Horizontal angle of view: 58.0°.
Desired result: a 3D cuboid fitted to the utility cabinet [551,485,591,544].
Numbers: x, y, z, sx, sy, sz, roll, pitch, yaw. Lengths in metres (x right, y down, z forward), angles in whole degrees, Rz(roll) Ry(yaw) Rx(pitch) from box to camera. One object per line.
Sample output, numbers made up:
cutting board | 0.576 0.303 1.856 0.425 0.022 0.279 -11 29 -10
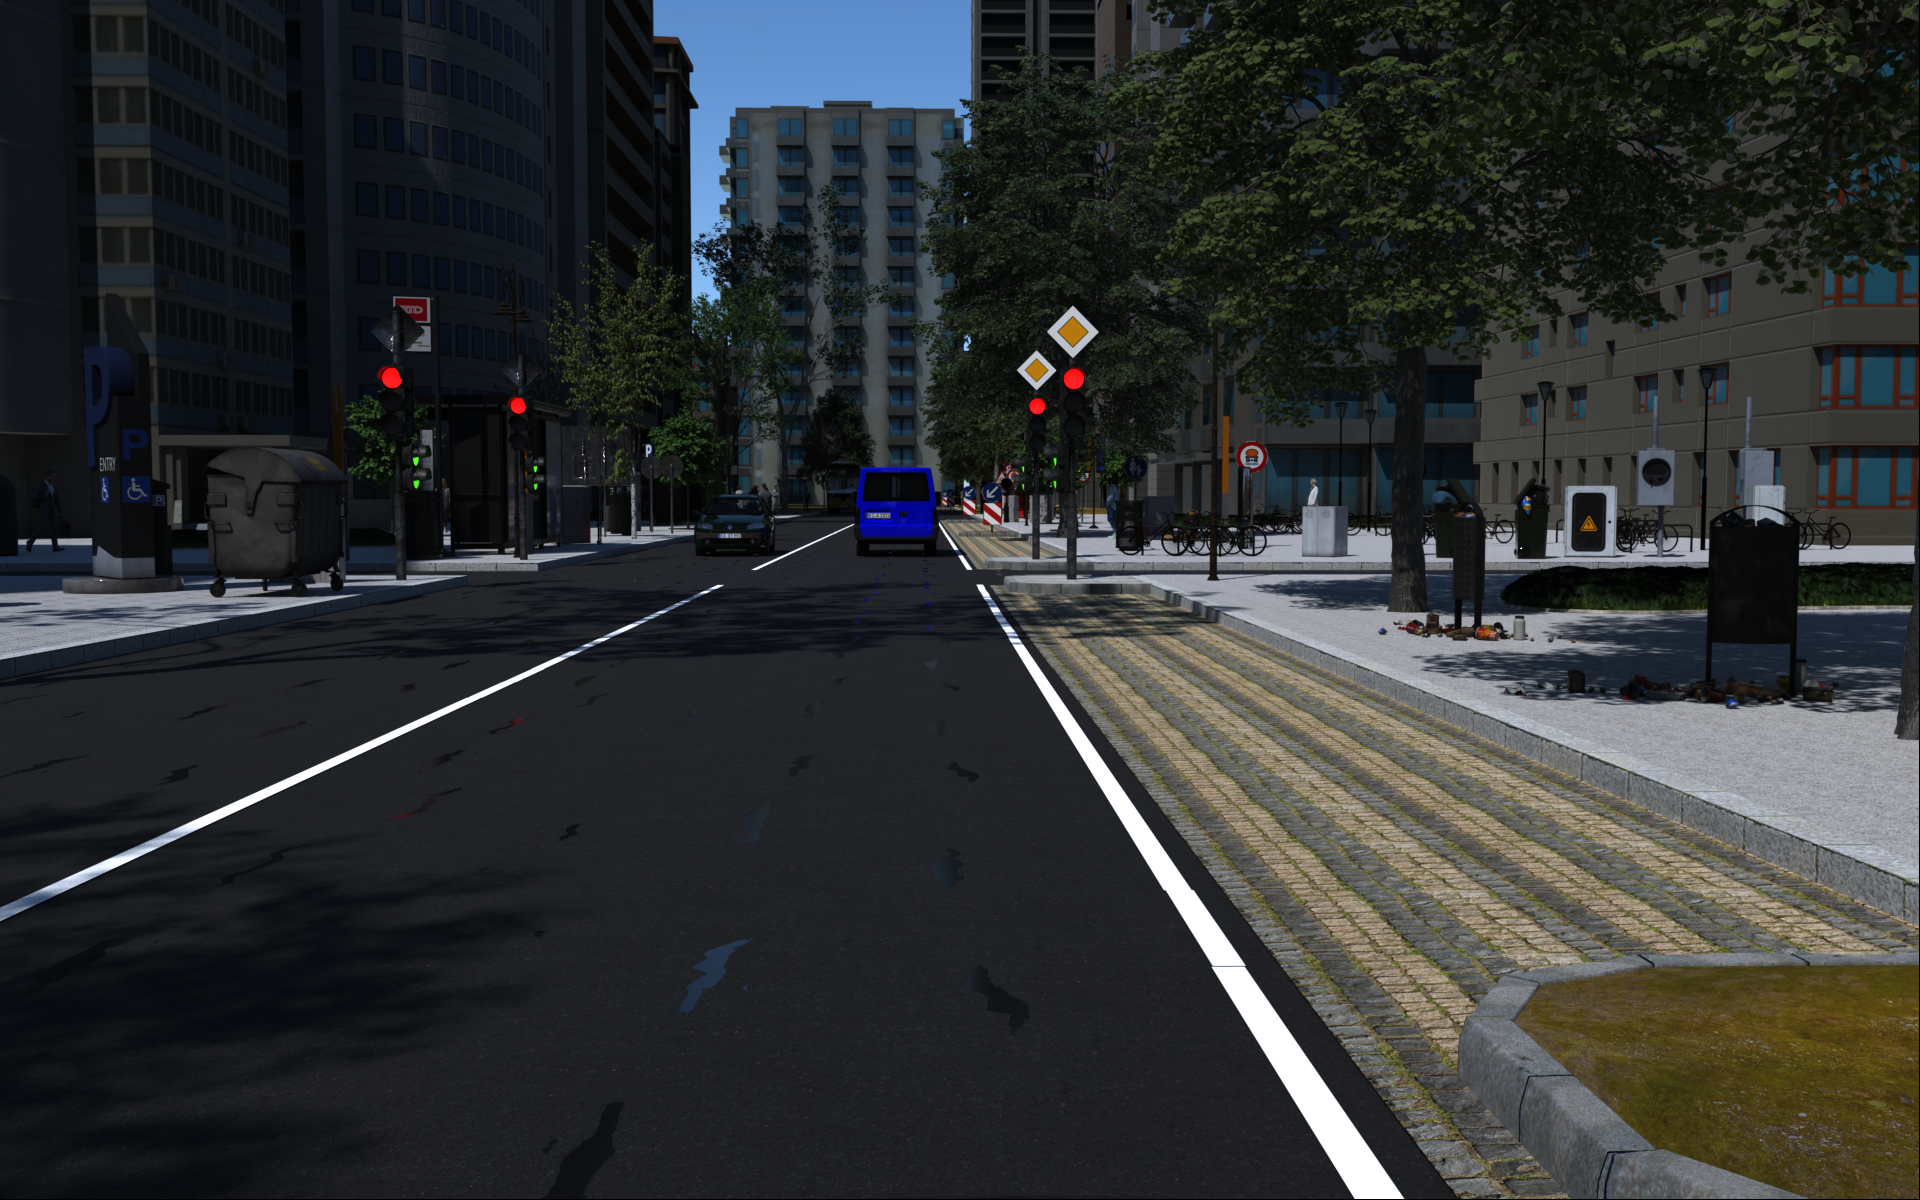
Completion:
utility cabinet | -9.908 -2.166 44.095 0.318 1.500 1.173 2 4 29

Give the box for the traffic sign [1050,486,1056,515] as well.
traffic sign | 5.623 -6.135 102.432 0.606 2.300 0.079 0 4 1

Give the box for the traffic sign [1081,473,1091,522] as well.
traffic sign | 5.604 -4.841 79.264 0.768 2.556 0.104 0 4 2

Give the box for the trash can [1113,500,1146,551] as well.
trash can | 3.830 -1.684 39.188 0.748 1.137 0.748 0 3 0

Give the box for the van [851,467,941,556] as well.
van | -1.527 -2.276 41.602 2.240 2.365 5.245 0 4 -2

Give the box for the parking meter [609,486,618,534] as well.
parking meter | -11.068 -3.062 55.778 0.255 1.863 0.399 3 5 43

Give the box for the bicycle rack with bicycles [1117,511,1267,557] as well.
bicycle rack with bicycles | 5.106 -1.407 36.384 2.925 0.926 2.852 2 4 33

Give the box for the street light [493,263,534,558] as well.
street light | -8.936 -3.793 34.806 0.468 5.910 1.993 0 4 -1

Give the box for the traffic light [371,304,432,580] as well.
traffic light | -8.299 -2.247 25.662 0.839 4.253 0.868 0 4 -1

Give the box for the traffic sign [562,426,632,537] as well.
traffic sign | -10.947 -3.543 51.801 2.265 3.308 0.079 0 4 2

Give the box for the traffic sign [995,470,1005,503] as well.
traffic sign | 2.281 -5.771 94.365 0.884 2.594 0.081 0 4 2

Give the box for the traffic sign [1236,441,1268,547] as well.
traffic sign | 7.000 -2.538 41.606 0.768 2.556 0.104 0 4 6

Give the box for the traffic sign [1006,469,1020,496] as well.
traffic sign | 2.747 -5.385 88.149 0.768 2.556 0.104 0 4 2

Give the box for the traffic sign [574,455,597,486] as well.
traffic sign | -9.921 -2.677 45.893 0.606 2.300 0.079 0 4 7

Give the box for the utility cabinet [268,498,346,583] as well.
utility cabinet | -9.439 -0.847 25.006 1.020 1.237 0.306 0 4 -3

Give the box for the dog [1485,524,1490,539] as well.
dog | 14.949 -1.962 49.808 0.550 0.427 0.748 0 4 -8

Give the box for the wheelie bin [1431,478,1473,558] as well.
wheelie bin | 9.897 -1.649 34.871 0.693 1.594 0.980 2 4 34

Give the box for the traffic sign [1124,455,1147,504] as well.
traffic sign | 5.762 -3.473 56.885 0.768 2.556 0.104 0 4 7

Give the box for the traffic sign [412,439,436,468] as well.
traffic sign | -12.181 -2.401 39.361 0.768 2.556 0.104 0 4 7

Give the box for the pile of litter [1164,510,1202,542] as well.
pile of litter | 6.138 -2.051 47.500 1.176 0.858 1.719 0 4 -7

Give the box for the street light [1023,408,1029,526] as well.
street light | 2.690 -5.930 69.749 0.468 5.910 1.993 0 4 -1

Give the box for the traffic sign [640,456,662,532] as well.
traffic sign | -10.337 -3.544 58.045 0.768 2.556 0.104 0 4 6

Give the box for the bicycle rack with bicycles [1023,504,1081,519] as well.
bicycle rack with bicycles | 4.467 -4.643 89.300 2.925 0.926 2.852 2 4 35

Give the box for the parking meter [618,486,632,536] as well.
parking meter | -10.204 -2.911 53.304 0.399 1.863 0.255 -2 4 -33

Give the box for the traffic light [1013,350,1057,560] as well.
traffic light | 1.473 -2.750 33.891 0.839 4.253 0.868 0 4 -1

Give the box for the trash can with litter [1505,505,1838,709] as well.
trash can with litter | 4.643 -0.004 11.122 2.233 1.210 1.678 1 4 10

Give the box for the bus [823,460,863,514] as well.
bus | -8.568 -8.469 130.018 2.896 3.916 12.252 0 4 -2

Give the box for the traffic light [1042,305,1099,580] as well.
traffic light | 1.659 -2.262 25.908 0.839 4.253 0.868 0 4 -1

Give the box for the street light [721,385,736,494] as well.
street light | -9.798 -6.157 73.461 0.468 5.910 1.993 0 4 -1

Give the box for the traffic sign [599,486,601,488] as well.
traffic sign | -12.879 -3.784 61.974 0.768 2.556 0.104 0 4 -1

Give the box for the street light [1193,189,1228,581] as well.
street light | 3.760 -3.226 25.538 0.468 5.910 1.993 0 4 -1

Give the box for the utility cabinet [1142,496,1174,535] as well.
utility cabinet | 6.244 -2.655 54.569 1.020 1.237 0.306 -2 4 -28

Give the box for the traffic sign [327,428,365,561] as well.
traffic sign | -11.782 -2.027 33.243 0.768 2.556 0.104 0 4 6

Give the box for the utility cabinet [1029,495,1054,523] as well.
utility cabinet | 3.612 -4.044 77.282 1.020 1.237 0.306 2 4 33

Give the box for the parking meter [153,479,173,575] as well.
parking meter | -11.882 -1.055 25.655 0.372 1.533 0.369 0 3 0

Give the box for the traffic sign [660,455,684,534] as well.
traffic sign | -9.360 -3.434 56.247 0.768 2.556 0.104 0 4 1

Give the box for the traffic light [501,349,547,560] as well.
traffic light | -8.485 -2.735 33.645 0.839 4.253 0.868 0 4 -1

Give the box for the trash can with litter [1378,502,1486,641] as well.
trash can with litter | 4.648 -0.299 15.940 1.678 1.210 2.233 0 4 -4

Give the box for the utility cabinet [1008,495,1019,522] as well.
utility cabinet | 2.471 -4.179 79.496 0.306 1.237 1.020 1 4 14

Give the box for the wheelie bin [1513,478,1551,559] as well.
wheelie bin | 11.373 -1.623 34.439 0.693 1.594 0.980 1 4 12

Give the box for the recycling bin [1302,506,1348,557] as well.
recycling bin | 7.495 -1.407 35.558 0.722 1.027 0.722 3 4 37
